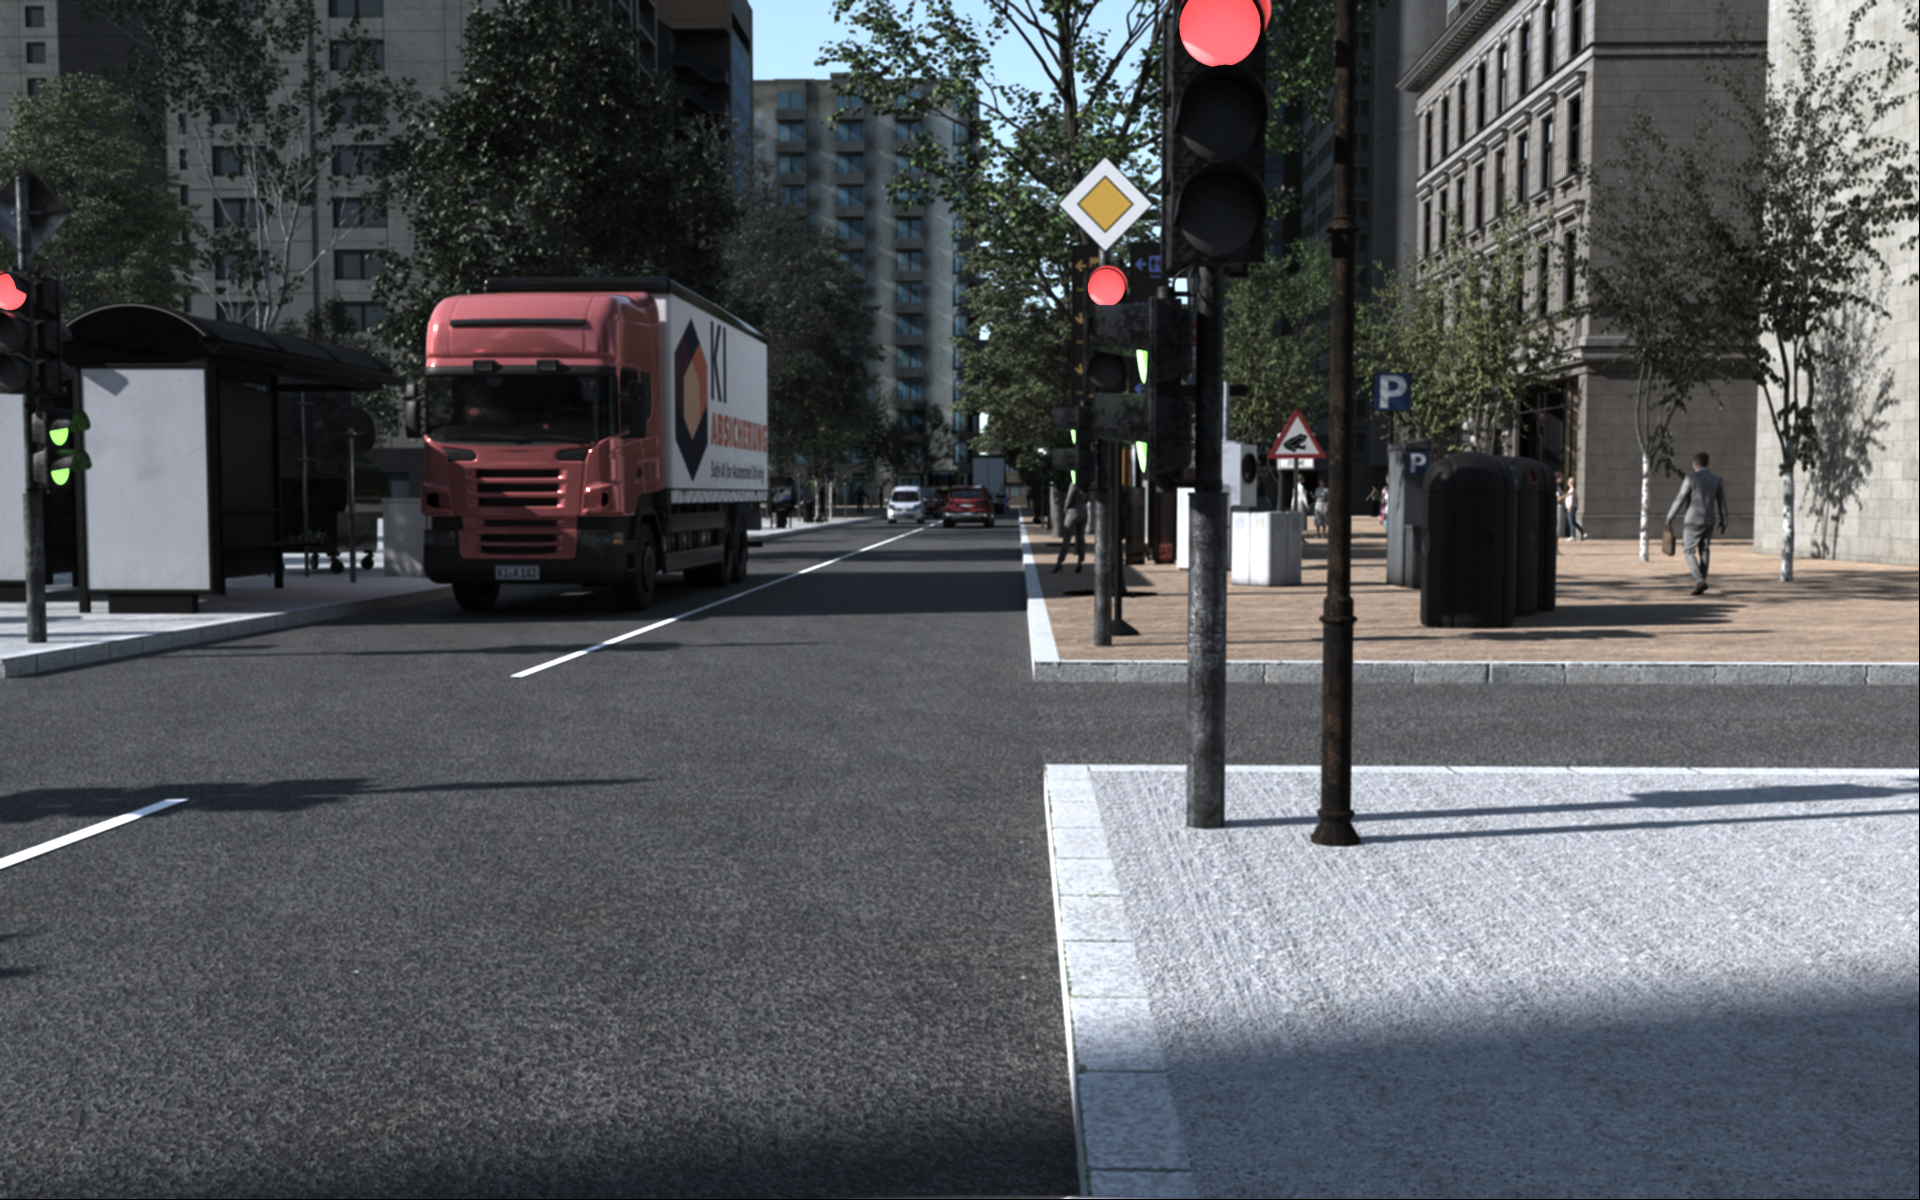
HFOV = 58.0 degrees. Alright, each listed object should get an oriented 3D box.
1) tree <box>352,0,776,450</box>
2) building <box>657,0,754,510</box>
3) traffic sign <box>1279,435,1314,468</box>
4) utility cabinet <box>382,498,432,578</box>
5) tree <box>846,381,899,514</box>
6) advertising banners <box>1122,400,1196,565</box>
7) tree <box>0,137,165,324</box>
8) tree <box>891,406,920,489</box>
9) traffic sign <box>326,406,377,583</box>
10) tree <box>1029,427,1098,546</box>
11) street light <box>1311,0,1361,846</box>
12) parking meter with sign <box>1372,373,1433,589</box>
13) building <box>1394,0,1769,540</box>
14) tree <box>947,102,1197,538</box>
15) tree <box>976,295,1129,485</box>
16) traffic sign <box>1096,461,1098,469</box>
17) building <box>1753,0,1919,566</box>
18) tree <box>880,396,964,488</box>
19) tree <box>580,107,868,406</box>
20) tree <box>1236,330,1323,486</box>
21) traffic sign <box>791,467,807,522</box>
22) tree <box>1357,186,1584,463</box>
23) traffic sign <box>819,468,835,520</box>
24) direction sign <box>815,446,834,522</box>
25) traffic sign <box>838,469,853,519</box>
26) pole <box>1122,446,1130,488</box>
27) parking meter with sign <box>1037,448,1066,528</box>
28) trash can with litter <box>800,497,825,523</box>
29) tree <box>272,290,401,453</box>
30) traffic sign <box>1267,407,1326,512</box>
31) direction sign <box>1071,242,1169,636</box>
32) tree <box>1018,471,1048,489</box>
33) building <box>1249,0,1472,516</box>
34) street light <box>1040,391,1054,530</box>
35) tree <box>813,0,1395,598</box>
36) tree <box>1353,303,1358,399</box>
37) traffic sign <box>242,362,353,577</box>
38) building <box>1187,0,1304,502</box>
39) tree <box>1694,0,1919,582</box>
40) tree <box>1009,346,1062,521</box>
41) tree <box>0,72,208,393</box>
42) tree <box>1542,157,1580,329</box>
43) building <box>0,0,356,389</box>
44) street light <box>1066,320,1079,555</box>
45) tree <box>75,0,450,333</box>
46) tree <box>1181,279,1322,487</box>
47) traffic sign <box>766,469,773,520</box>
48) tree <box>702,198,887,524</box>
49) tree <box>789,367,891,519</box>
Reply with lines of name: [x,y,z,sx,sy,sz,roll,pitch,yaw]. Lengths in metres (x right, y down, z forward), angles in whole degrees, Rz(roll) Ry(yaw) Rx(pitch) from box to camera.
tree: [-8.763,-7.413,38.216,9.611,12.733,9.660,0,3,0]
building: [-25.369,-30.286,145.294,14.200,45.320,14.600,0,4,2]
traffic sign: [5.647,-1.652,29.143,0.606,2.300,0.079,0,4,6]
utility cabinet: [-8.497,-0.961,26.869,1.020,1.237,0.306,2,4,32]
tree: [-5.800,-9.854,111.474,4.360,8.622,3.978,0,3,0]
advertising banners: [3.755,-2.182,31.869,2.074,3.025,0.090,-3,4,-38]
tree: [-19.244,-5.290,36.846,4.360,8.622,3.978,0,3,0]
tree: [-5.376,-11.773,142.845,4.737,8.622,4.395,0,3,0]
traffic sign: [-8.807,-1.526,25.060,0.768,2.556,0.104,0,4,7]
tree: [2.505,-2.956,42.934,1.663,3.219,1.824,0,3,0]
street light: [1.385,-2.044,6.214,0.468,5.910,1.993,0,4,2]
parking meter with sign: [6.253,-1.706,24.150,0.543,3.016,1.738,0,4,-3]
building: [22.624,-13.273,67.918,10.553,20.767,40.483,0,4,2]
tree: [3.294,-8.105,50.651,7.486,12.596,7.792,0,3,0]
tree: [5.660,-11.215,100.371,9.611,12.733,9.660,0,3,0]
traffic sign: [4.838,-3.748,61.392,0.768,2.556,0.104,0,4,5]
building: [25.405,-10.804,31.395,16.860,20.320,10.420,0,4,2]
tree: [-3.830,-14.118,165.233,8.767,10.594,7.601,0,4,1]
tree: [-8.189,-8.845,54.984,12.009,13.543,11.850,0,3,0]
tree: [14.438,-7.810,78.058,4.360,8.622,3.978,0,3,0]
traffic sign: [-7.443,-4.899,80.205,0.768,2.556,0.104,1,4,10]
tree: [13.026,-5.637,42.526,4.737,8.622,4.395,0,3,0]
traffic sign: [-6.324,-5.024,82.247,0.768,2.556,0.104,0,4,2]
direction sign: [-6.323,-5.431,80.793,0.876,3.537,0.379,0,4,-6]
traffic sign: [-5.915,-5.469,89.522,0.768,2.556,0.104,0,4,7]
pole: [6.060,-4.268,63.633,0.158,3.312,0.155,0,3,0]
parking meter with sign: [3.735,-4.262,65.943,1.738,3.016,0.543,-3,5,-42]
trash can with litter: [-6.621,-4.072,77.962,1.055,1.170,0.624,-2,4,-25]
tree: [-28.935,-8.812,78.483,7.601,10.594,8.767,-1,4,-16]
traffic sign: [5.055,-1.594,26.065,0.884,2.594,0.081,0,4,8]
direction sign: [1.445,-1.452,15.738,0.876,3.537,0.379,1,4,12]
tree: [6.468,-9.541,139.713,4.285,4.588,4.351,0,3,0]
building: [35.036,-25.562,109.815,32.217,40.220,23.993,0,4,2]
street light: [3.202,-5.476,62.316,0.468,5.910,1.993,0,4,2]
tree: [1.748,-5.863,21.610,9.928,11.665,9.643,0,3,0]
tree: [13.793,-6.112,50.298,4.737,8.622,4.395,0,3,0]
traffic sign: [-10.443,-2.016,26.829,2.265,3.308,0.079,1,4,11]
building: [26.497,-30.177,143.501,14.600,45.320,14.200,0,4,2]
tree: [11.895,-4.573,25.133,4.360,8.622,3.978,0,3,0]
tree: [4.109,-8.001,81.175,4.360,8.622,3.978,0,3,0]
tree: [-24.264,-7.895,47.215,7.486,12.596,7.792,0,3,0]
tree: [13.247,-5.031,32.619,4.360,8.622,3.978,0,3,0]
building: [-64.489,-43.065,142.368,20.611,71.187,20.563,0,4,2]
street light: [2.464,-3.879,36.209,0.468,5.910,1.993,0,4,2]
tree: [-23.440,-12.511,60.450,12.611,20.169,13.585,0,3,0]
tree: [10.029,-6.629,58.745,4.737,8.622,4.395,0,3,0]
traffic sign: [-9.700,-5.318,87.061,0.768,2.556,0.104,0,4,7]
tree: [-7.766,-10.192,73.287,9.857,13.997,8.962,0,3,0]
tree: [-6.824,-8.688,92.410,4.737,8.622,4.395,0,3,0]
